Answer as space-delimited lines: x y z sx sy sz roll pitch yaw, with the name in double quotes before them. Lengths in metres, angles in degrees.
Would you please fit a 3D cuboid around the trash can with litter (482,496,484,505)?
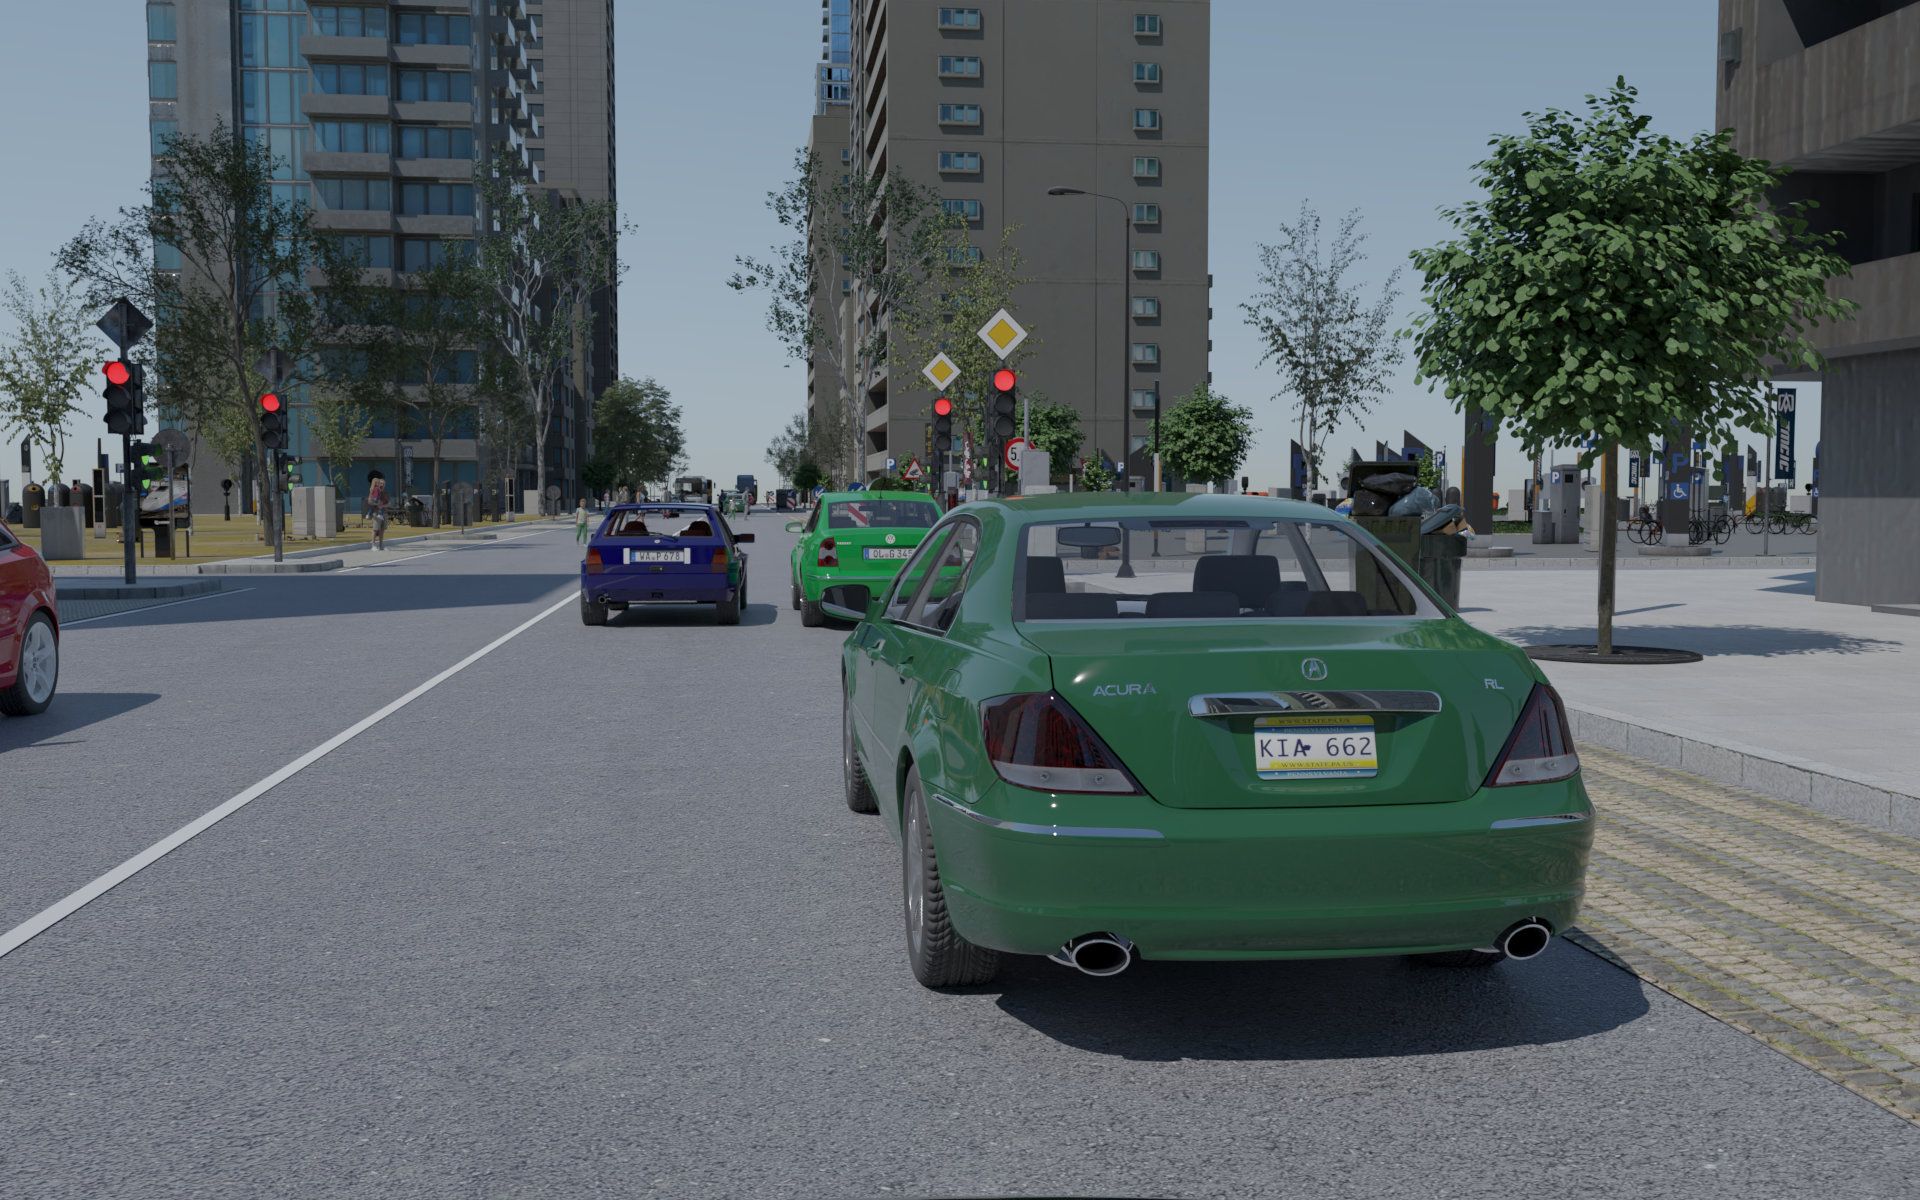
"trash can with litter" -29.048 -5.761 105.257 1.678 1.210 2.233 -3 5 -45

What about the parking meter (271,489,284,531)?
"parking meter" -23.637 -3.155 59.991 0.372 1.533 0.369 0 3 0

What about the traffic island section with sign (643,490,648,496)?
"traffic island section with sign" -28.818 -9.181 158.730 1.989 1.847 2.006 0 4 -7

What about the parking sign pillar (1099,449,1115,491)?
"parking sign pillar" 8.671 -7.002 102.955 1.447 3.967 1.447 -2 4 -28

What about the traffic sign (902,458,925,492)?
"traffic sign" -1.612 -3.772 61.677 0.884 2.594 0.081 0 4 1

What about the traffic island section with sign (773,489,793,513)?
"traffic island section with sign" -13.077 -7.573 132.452 1.989 1.847 2.006 0 4 -7

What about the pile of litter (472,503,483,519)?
"pile of litter" -25.695 -4.691 90.657 1.176 0.858 1.719 -3 5 -39

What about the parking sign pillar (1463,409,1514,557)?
"parking sign pillar" 10.670 -2.884 35.624 1.447 3.967 1.447 1 4 8

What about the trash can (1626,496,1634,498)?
"trash can" 44.879 -6.371 115.823 0.748 1.137 0.748 0 3 0

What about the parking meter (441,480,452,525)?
"parking meter" -21.647 -4.115 72.986 0.255 1.863 0.399 1 4 18

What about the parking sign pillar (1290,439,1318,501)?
"parking sign pillar" 16.779 -5.870 84.448 1.447 3.967 1.447 -1 4 -15

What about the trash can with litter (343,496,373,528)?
"trash can with litter" -22.909 -3.362 66.031 2.233 1.210 1.678 0 4 -2

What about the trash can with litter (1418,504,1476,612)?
"trash can with litter" 4.939 -0.441 18.601 1.055 1.170 0.624 -1 4 -11

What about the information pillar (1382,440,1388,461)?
"information pillar" 18.469 -5.135 75.317 0.183 3.616 0.504 2 4 34

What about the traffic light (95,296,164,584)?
"traffic light" -11.848 -2.186 24.661 0.839 4.253 0.868 0 4 -7

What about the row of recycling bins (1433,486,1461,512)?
"row of recycling bins" 25.440 -5.319 94.072 3.534 1.692 1.069 2 4 34

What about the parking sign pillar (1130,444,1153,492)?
"parking sign pillar" 8.515 -5.630 80.515 1.447 3.967 1.447 0 4 2

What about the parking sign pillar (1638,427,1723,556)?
"parking sign pillar" 15.063 -2.930 36.380 1.447 3.967 1.447 1 4 17

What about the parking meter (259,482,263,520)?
"parking meter" -34.331 -4.852 85.039 0.255 1.863 0.399 0 4 3

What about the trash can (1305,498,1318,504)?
"trash can" 13.267 -3.249 64.773 0.748 1.137 0.748 0 3 0

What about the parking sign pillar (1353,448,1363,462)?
"parking sign pillar" 23.801 -6.994 102.830 1.447 3.967 1.447 3 4 39

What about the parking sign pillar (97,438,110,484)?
"parking sign pillar" -41.401 -5.823 83.686 1.447 3.967 1.447 -2 4 -28

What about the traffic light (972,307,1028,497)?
"traffic light" 0.613 -2.283 26.245 0.839 4.253 0.868 0 4 -7

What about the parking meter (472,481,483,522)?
"parking meter" -21.852 -4.450 78.465 0.399 1.863 0.255 1 4 13

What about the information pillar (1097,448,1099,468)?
"information pillar" 6.965 -5.879 87.476 0.183 3.616 0.504 1 4 8

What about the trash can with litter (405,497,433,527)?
"trash can with litter" -20.852 -3.395 66.900 0.624 1.170 1.055 2 4 32

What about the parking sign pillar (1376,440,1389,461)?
"parking sign pillar" 21.122 -5.918 85.229 1.447 3.967 1.447 1 4 14

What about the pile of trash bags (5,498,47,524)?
"pile of trash bags" -39.990 -3.920 73.838 1.912 1.369 3.447 2 4 24

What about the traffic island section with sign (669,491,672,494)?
"traffic island section with sign" -39.057 -14.139 239.805 1.989 1.847 2.006 0 4 -7

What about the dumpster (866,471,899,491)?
"dumpster" -3.227 -4.346 73.545 1.502 2.255 1.985 0 4 -7

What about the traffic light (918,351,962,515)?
"traffic light" -0.387 -2.767 34.167 0.839 4.253 0.868 0 4 -7

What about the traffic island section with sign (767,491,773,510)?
"traffic island section with sign" -16.450 -9.209 159.196 1.989 1.847 2.006 0 4 -7

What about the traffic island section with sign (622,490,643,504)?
"traffic island section with sign" -25.434 -7.545 131.988 1.989 1.847 2.006 0 4 -7

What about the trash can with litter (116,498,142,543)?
"trash can with litter" -21.761 -2.086 45.488 0.624 1.170 1.055 -1 4 -12

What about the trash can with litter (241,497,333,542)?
"trash can with litter" -18.477 -2.239 47.662 2.233 1.210 1.678 0 4 -6

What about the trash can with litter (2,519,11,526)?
"trash can with litter" -38.477 -3.529 69.085 1.055 1.170 0.624 -1 4 -22

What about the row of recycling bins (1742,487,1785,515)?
"row of recycling bins" 44.494 -5.449 96.205 1.069 1.692 3.534 -1 4 -12

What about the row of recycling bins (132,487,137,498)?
"row of recycling bins" -33.560 -3.843 69.952 1.069 1.692 3.534 0 4 0

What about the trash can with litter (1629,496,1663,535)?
"trash can with litter" 22.507 -2.698 55.176 1.678 1.210 2.233 2 4 32

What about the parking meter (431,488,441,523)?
"parking meter" -22.908 -4.118 75.735 0.372 1.533 0.369 0 3 0

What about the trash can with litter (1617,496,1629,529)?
"trash can with litter" 23.281 -3.117 62.019 2.233 1.210 1.678 0 4 5

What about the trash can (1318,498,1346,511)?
"trash can" 13.101 -2.978 60.341 0.748 1.137 0.748 0 3 0

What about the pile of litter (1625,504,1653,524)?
"pile of litter" 28.941 -3.668 73.938 1.719 0.858 1.176 -2 4 -35

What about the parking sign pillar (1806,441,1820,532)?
"parking sign pillar" 29.888 -4.339 59.418 1.447 3.967 1.447 -1 4 -23

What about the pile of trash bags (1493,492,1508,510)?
"pile of trash bags" 29.250 -4.968 90.983 1.912 1.369 3.447 -3 5 -39

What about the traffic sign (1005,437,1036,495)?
"traffic sign" 1.345 -2.375 38.935 0.768 2.556 0.104 0 4 2

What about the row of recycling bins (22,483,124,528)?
"row of recycling bins" -33.523 -3.555 65.232 3.534 1.692 1.069 0 4 1

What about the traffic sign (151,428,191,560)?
"traffic sign" -15.279 -2.045 33.546 0.768 2.556 0.104 0 4 -3

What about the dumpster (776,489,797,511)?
"dumpster" -15.059 -8.674 150.037 1.865 1.857 1.264 0 4 -8

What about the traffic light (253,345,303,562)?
"traffic light" -12.848 -2.670 32.583 0.839 4.253 0.868 0 4 -7

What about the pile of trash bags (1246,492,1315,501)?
"pile of trash bags" 13.342 -3.749 71.053 1.912 1.369 3.447 -2 4 -32

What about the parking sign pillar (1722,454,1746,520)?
"parking sign pillar" 39.001 -6.030 87.070 1.447 3.967 1.447 1 4 13

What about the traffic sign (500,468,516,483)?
"traffic sign" -21.782 -5.100 83.499 0.768 2.556 0.104 0 4 -3

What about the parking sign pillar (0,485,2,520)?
"parking sign pillar" -18.604 -2.675 32.207 1.447 3.967 1.447 2 4 28

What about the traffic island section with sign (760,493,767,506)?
"traffic island section with sign" -26.925 -14.283 242.158 1.989 1.847 2.006 0 4 -7

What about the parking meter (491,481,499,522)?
"parking meter" -21.167 -4.475 78.869 0.255 1.863 0.399 0 4 0

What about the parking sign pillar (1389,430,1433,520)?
"parking sign pillar" 19.005 -5.117 72.142 1.447 3.967 1.447 3 5 44

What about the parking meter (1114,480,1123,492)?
"parking meter" 6.659 -4.080 72.419 0.399 1.863 0.255 1 4 18
